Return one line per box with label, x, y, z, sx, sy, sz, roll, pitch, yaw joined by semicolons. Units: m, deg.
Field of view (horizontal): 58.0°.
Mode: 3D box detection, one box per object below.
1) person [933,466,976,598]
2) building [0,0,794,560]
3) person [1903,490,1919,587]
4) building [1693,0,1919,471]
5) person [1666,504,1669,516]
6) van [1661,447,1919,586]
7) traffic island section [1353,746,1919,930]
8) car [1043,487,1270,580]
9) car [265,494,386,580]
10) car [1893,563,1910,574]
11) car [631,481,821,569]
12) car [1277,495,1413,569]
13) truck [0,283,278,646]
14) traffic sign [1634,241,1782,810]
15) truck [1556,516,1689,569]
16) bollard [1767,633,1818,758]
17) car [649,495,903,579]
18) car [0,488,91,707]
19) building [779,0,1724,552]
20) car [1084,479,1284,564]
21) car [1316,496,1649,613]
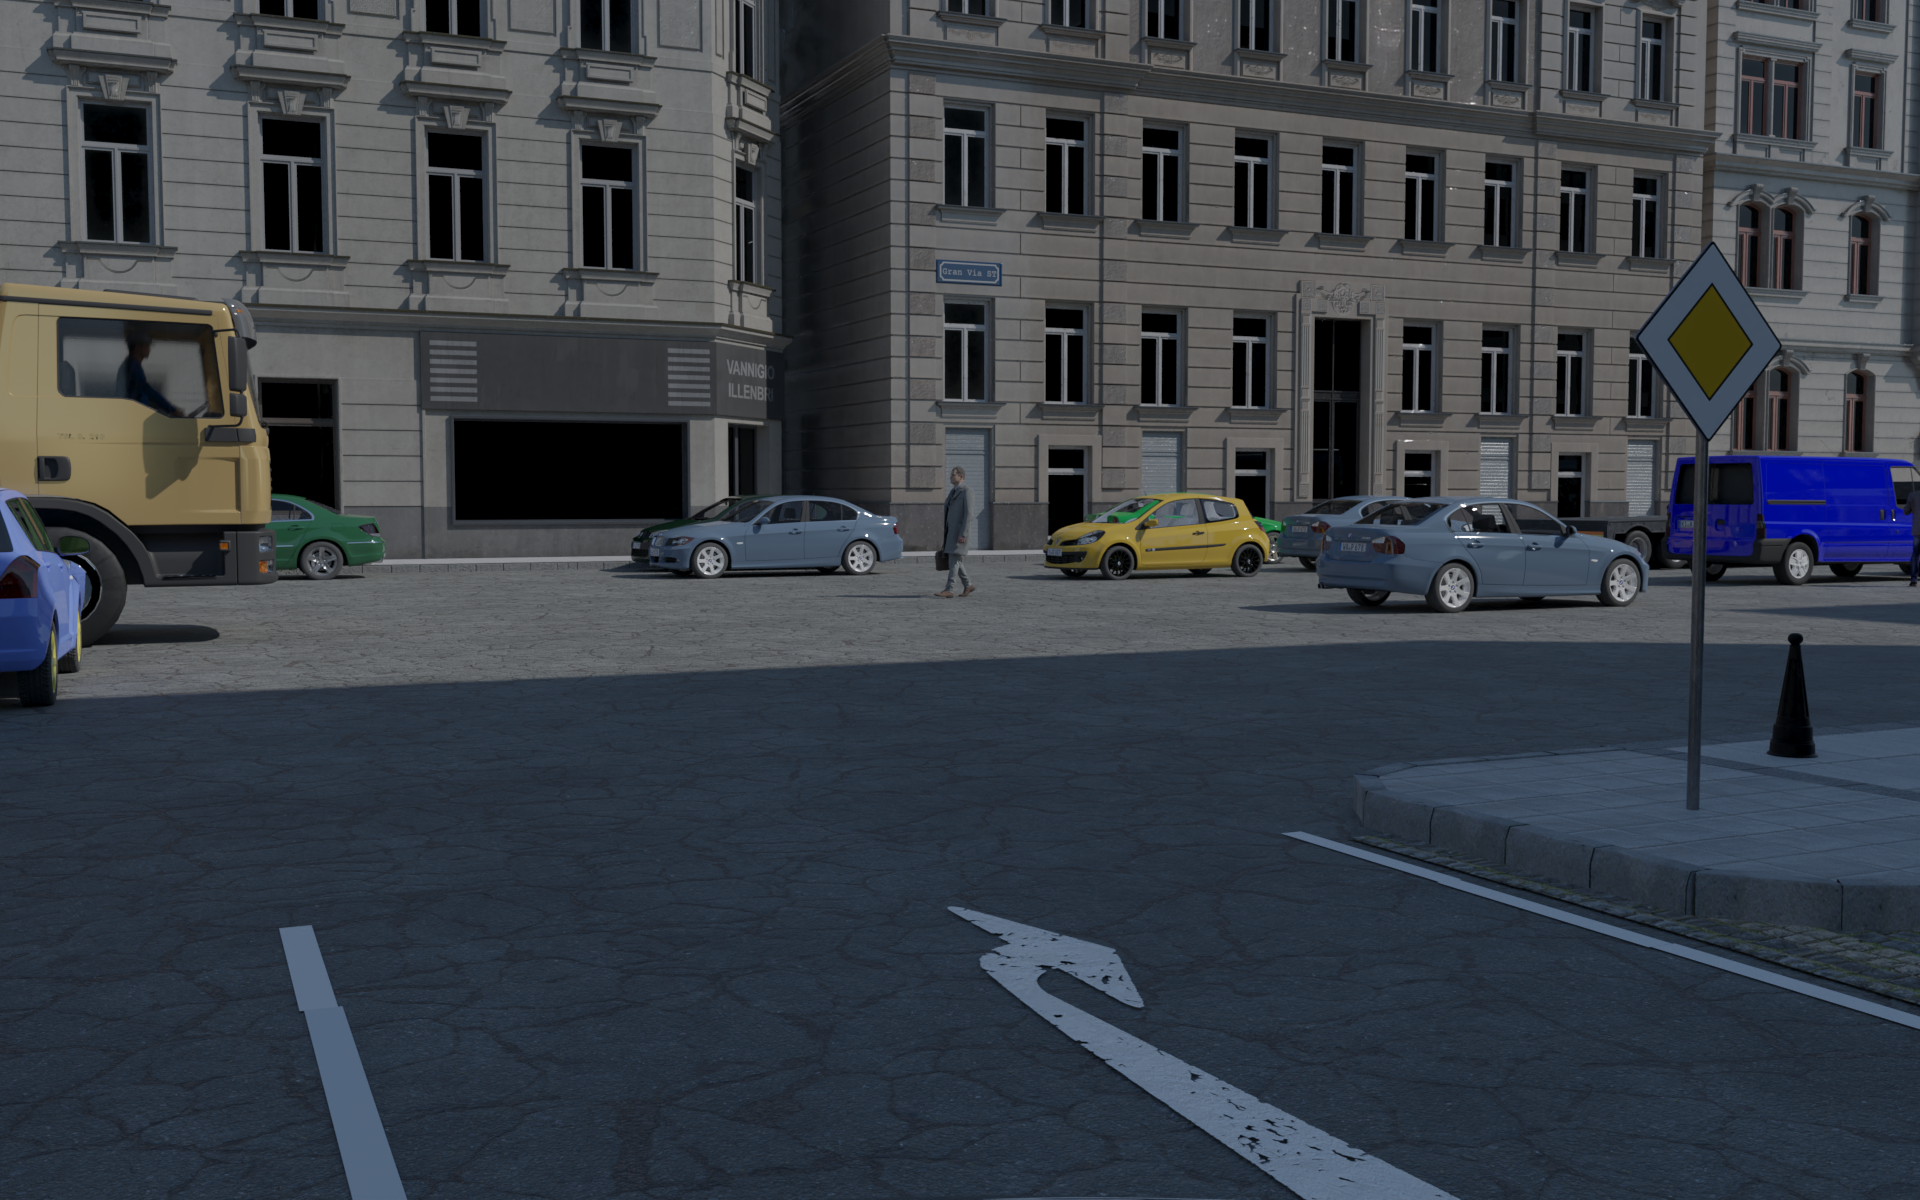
person;-0.074;-0.941;23.990;0.767;1.812;0.694;-2;4;-28
building;-25.887;-15.812;34.936;44.131;29.872;17.030;-2;4;-24
person;14.917;-1.064;26.715;0.431;1.722;0.655;-2;4;-34
building;28.778;-16.594;58.706;23.554;28.519;14.401;-2;4;-24
person;17.495;-1.910;42.276;0.613;1.512;0.480;-1;4;-11
van;14.204;-1.481;28.604;5.245;2.365;2.240;-2;4;-26
traffic island section;2.999;0.930;7.072;2.009;0.180;2.903;-2;4;-24
car;3.372;-1.206;29.942;3.980;1.641;2.015;-2;4;-25
car;-12.205;-1.053;29.016;4.920;1.459;2.131;-2;4;-24
car;18.576;-1.273;31.039;3.980;1.641;2.015;-2;4;-24
car;-4.125;-1.415;32.916;4.222;1.686;2.009;-2;4;-26
car;8.221;-1.280;32.923;4.499;1.417;2.014;-2;4;-24
truck;-10.722;-1.228;15.997;9.791;3.379;3.469;-2;4;-26
traffic sign;2.981;-0.204;6.986;0.795;2.450;0.064;-2;4;-24
truck;19.724;-2.886;36.944;18.799;4.110;2.967;-2;4;-26
bollard;4.092;0.461;8.498;0.229;0.601;0.229;0;3;0
car;-3.245;-1.137;30.597;4.499;1.417;2.014;-2;4;-26
car;-7.424;-0.184;12.597;1.945;1.707;3.694;-2;4;-24
building;7.154;-15.308;47.541;25.104;27.353;12.463;-2;4;-24
car;4.784;-1.633;35.503;4.718;1.807;1.959;-2;4;-24
car;6.708;-0.617;22.087;4.499;1.417;2.014;-2;4;-26
